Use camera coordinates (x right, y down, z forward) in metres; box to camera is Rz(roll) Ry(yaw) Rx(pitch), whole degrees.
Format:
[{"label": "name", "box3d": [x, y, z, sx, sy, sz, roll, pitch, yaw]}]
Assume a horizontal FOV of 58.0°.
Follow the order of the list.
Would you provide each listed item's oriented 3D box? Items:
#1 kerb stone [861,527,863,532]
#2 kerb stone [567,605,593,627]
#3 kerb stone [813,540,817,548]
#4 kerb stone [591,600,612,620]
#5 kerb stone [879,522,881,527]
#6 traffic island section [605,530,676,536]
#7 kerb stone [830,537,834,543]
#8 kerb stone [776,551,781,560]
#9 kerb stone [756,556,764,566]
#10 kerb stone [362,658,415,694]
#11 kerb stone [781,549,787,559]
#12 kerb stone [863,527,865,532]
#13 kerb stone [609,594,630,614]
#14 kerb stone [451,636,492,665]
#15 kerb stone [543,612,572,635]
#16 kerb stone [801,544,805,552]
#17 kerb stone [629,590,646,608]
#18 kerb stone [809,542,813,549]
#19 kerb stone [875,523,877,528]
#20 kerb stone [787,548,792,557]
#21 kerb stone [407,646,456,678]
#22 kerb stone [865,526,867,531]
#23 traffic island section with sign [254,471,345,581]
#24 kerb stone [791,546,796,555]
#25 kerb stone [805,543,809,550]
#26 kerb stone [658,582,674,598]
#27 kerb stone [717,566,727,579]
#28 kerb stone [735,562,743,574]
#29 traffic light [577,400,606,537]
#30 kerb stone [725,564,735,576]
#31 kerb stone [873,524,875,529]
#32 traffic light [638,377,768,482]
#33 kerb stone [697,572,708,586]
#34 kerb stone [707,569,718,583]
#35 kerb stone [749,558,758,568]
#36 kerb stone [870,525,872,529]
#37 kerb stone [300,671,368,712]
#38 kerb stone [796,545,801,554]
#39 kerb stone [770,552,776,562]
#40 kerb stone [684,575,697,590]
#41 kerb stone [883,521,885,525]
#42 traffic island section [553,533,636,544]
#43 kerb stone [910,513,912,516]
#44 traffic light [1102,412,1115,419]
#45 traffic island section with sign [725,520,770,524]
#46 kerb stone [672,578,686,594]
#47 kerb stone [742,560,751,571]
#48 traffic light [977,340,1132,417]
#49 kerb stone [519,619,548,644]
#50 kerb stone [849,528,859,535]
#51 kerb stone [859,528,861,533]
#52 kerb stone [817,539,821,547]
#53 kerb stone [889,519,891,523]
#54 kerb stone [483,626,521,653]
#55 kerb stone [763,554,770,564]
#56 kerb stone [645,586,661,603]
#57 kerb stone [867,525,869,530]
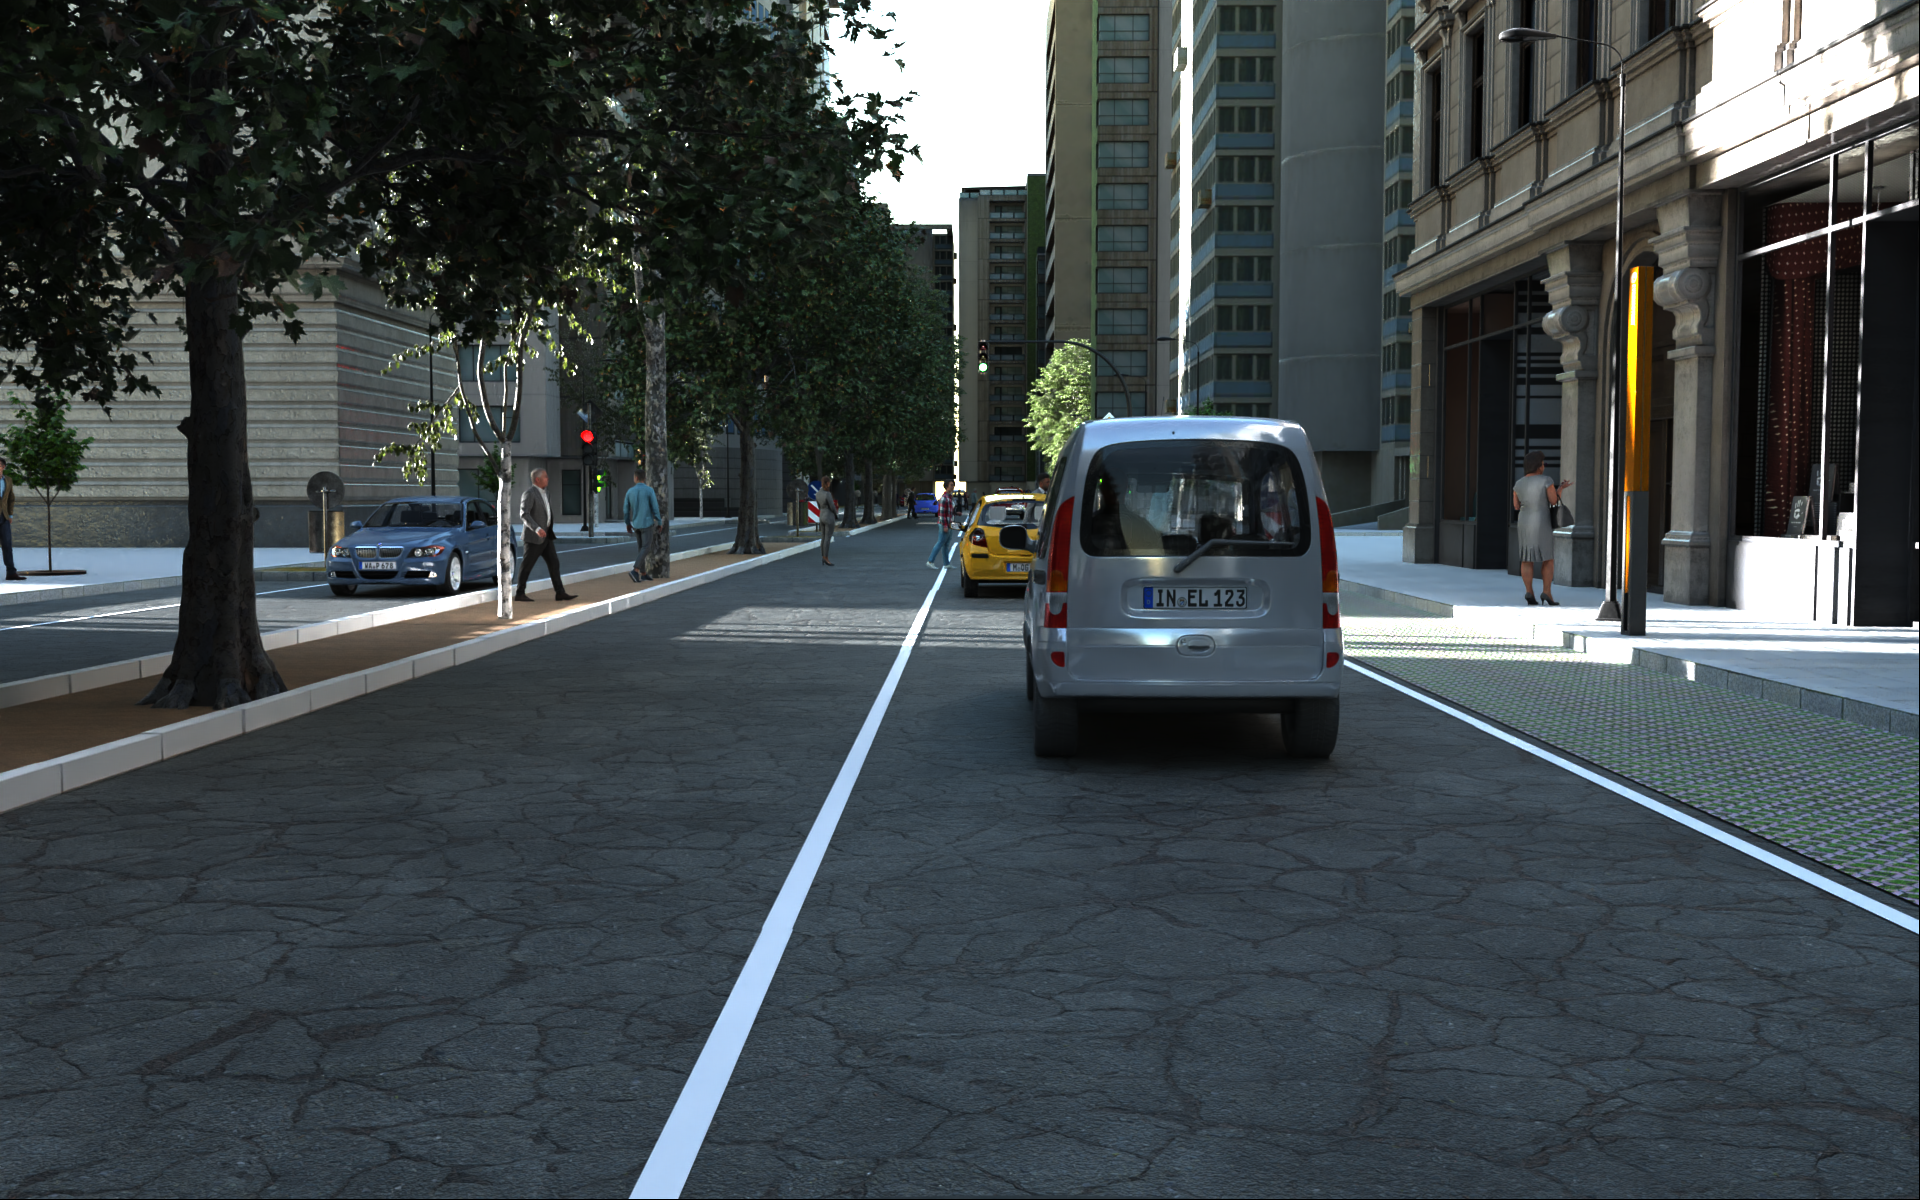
[{"label": "kerb stone", "box3d": [-3.757, -2.533, 63.617, 0.120, 0.150, 1.000, 0, 4, 1]}, {"label": "kerb stone", "box3d": [-4.237, 0.194, 19.046, 0.120, 0.150, 1.000, 0, 4, 1]}, {"label": "kerb stone", "box3d": [-3.945, -1.436, 45.672, 0.120, 0.150, 1.000, 0, 4, 1]}, {"label": "kerb stone", "box3d": [-4.226, 0.130, 20.068, 0.120, 0.150, 1.000, 0, 4, 1]}, {"label": "kerb stone", "box3d": [-3.634, -3.221, 74.924, 0.120, 0.150, 1.000, 0, 4, 1]}, {"label": "traffic island section", "box3d": [-10.922, -2.282, 59.586, 2.009, 0.180, 2.903, 0, 4, 1]}, {"label": "kerb stone", "box3d": [-3.883, -1.809, 51.835, 0.120, 0.150, 1.000, 0, 4, 1]}, {"label": "kerb stone", "box3d": [-4.039, -0.935, 37.483, 0.120, 0.150, 1.000, 0, 4, 1]}, {"label": "kerb stone", "box3d": [-4.074, -0.746, 34.410, 0.120, 0.150, 1.000, 0, 4, 1]}, {"label": "kerb stone", "box3d": [-4.300, 0.574, 12.897, 0.120, 0.150, 1.000, 0, 4, 1]}, {"label": "kerb stone", "box3d": [-4.015, -0.998, 38.505, 0.120, 0.150, 1.000, 0, 4, 1]}, {"label": "kerb stone", "box3d": [-3.736, -2.596, 64.639, 0.120, 0.150, 1.000, 0, 4, 1]}, {"label": "kerb stone", "box3d": [-4.207, 0.067, 21.095, 0.120, 0.150, 1.000, 0, 4, 1]}, {"label": "kerb stone", "box3d": [-4.267, 0.448, 14.955, 0.120, 0.150, 1.000, 0, 4, 1]}, {"label": "kerb stone", "box3d": [-4.244, 0.258, 18.024, 0.120, 0.150, 1.000, 0, 4, 1]}, {"label": "kerb stone", "box3d": [-3.977, -1.248, 42.602, 0.120, 0.150, 1.000, 0, 4, 1]}, {"label": "kerb stone", "box3d": [-4.197, 0.005, 22.120, 0.120, 0.150, 1.000, 0, 4, 1]}, {"label": "kerb stone", "box3d": [-3.952, -1.372, 44.651, 0.120, 0.150, 1.000, 0, 4, 1]}, {"label": "kerb stone", "box3d": [-3.657, -3.037, 71.843, 0.120, 0.150, 1.000, 0, 4, 1]}, {"label": "kerb stone", "box3d": [-4.016, -1.060, 39.527, 0.120, 0.150, 1.000, 0, 4, 1]}, {"label": "kerb stone", "box3d": [-4.285, 0.509, 13.931, 0.120, 0.150, 1.000, 0, 4, 1]}, {"label": "kerb stone", "box3d": [-3.725, -2.659, 65.669, 0.120, 0.150, 1.000, 0, 4, 1]}, {"label": "traffic island section with sign", "box3d": [-10.926, -1.269, 29.382, 1.989, 1.847, 2.006, 0, 4, 1]}, {"label": "kerb stone", "box3d": [-4.001, -1.123, 40.549, 0.120, 0.150, 1.000, 0, 4, 1]}, {"label": "kerb stone", "box3d": [-3.968, -1.311, 43.629, 0.120, 0.150, 1.000, 0, 4, 1]}, {"label": "kerb stone", "box3d": [-4.181, -0.121, 24.170, 0.120, 0.150, 1.000, 0, 4, 1]}, {"label": "kerb stone", "box3d": [-4.121, -0.431, 29.287, 0.120, 0.150, 1.000, 0, 4, 1]}, {"label": "kerb stone", "box3d": [-4.100, -0.559, 31.336, 0.120, 0.150, 1.000, 0, 4, 1]}, {"label": "traffic light", "box3d": [-10.969, -3.825, 51.466, 0.839, 4.253, 0.868, 0, 4, 1]}, {"label": "kerb stone", "box3d": [-4.116, -0.496, 30.309, 0.120, 0.150, 1.000, 0, 4, 1]}, {"label": "kerb stone", "box3d": [-3.675, -2.973, 70.813, 0.120, 0.150, 1.000, 0, 4, 1]}, {"label": "traffic light", "box3d": [-8.790, -5.186, 59.464, 4.771, 5.953, 1.251, 0, 4, 1]}, {"label": "kerb stone", "box3d": [-4.144, -0.308, 27.238, 0.120, 0.150, 1.000, 0, 4, 1]}, {"label": "kerb stone", "box3d": [-4.127, -0.371, 28.265, 0.120, 0.150, 1.000, 0, 4, 1]}, {"label": "kerb stone", "box3d": [-4.077, -0.685, 33.388, 0.120, 0.150, 1.000, 0, 4, 1]}, {"label": "kerb stone", "box3d": [-3.691, -2.845, 68.760, 0.120, 0.150, 1.000, 0, 4, 1]}, {"label": "kerb stone", "box3d": [-4.313, 0.632, 11.864, 0.120, 0.150, 1.000, 0, 4, 1]}, {"label": "kerb stone", "box3d": [-3.991, -1.185, 41.573, 0.120, 0.150, 1.000, 0, 4, 1]}, {"label": "kerb stone", "box3d": [-4.049, -0.872, 36.461, 0.120, 0.150, 1.000, 0, 4, 1]}, {"label": "kerb stone", "box3d": [-4.155, -0.245, 26.214, 0.120, 0.150, 1.000, 0, 4, 1]}, {"label": "kerb stone", "box3d": [-3.594, -3.413, 77.998, 0.120, 0.150, 1.000, 0, 4, 1]}, {"label": "traffic island section", "box3d": [-11.009, -1.793, 51.602, 2.009, 0.180, 2.903, 0, 4, 1]}, {"label": "kerb stone", "box3d": [-3.263, -5.294, 108.747, 0.120, 0.150, 1.000, 0, 4, 1]}, {"label": "traffic light", "box3d": [5.078, -4.304, 59.295, 0.839, 4.253, 0.868, 0, 4, 1]}, {"label": "traffic island section with sign", "box3d": [-10.317, -4.626, 84.267, 1.989, 1.847, 2.006, 0, 4, 1]}, {"label": "kerb stone", "box3d": [-4.168, -0.183, 25.192, 0.120, 0.150, 1.000, 0, 4, 1]}, {"label": "kerb stone", "box3d": [-4.088, -0.622, 32.362, 0.120, 0.150, 1.000, 0, 4, 1]}, {"label": "traffic light", "box3d": [2.899, -4.680, 51.192, 4.771, 5.953, 1.251, 0, 4, 1]}, {"label": "kerb stone", "box3d": [-4.255, 0.321, 17.002, 0.120, 0.150, 1.000, 0, 4, 1]}, {"label": "kerb stone", "box3d": [-3.768, -2.408, 61.573, 0.120, 0.150, 1.000, 0, 4, 1]}, {"label": "kerb stone", "box3d": [-3.768, -2.471, 62.595, 0.120, 0.150, 1.000, 0, 4, 1]}, {"label": "kerb stone", "box3d": [-3.923, -1.498, 46.694, 0.120, 0.150, 1.000, 0, 4, 1]}, {"label": "kerb stone", "box3d": [-3.541, -3.727, 83.131, 0.120, 0.150, 1.000, 0, 4, 1]}, {"label": "kerb stone", "box3d": [-4.263, 0.380, 15.980, 0.120, 0.150, 1.000, 0, 4, 1]}, {"label": "kerb stone", "box3d": [-4.052, -0.810, 35.439, 0.120, 0.150, 1.000, 0, 4, 1]}, {"label": "kerb stone", "box3d": [-4.186, -0.054, 23.148, 0.120, 0.150, 1.000, 0, 4, 1]}, {"label": "kerb stone", "box3d": [-3.711, -2.718, 66.701, 0.120, 0.150, 1.000, 0, 4, 1]}]
